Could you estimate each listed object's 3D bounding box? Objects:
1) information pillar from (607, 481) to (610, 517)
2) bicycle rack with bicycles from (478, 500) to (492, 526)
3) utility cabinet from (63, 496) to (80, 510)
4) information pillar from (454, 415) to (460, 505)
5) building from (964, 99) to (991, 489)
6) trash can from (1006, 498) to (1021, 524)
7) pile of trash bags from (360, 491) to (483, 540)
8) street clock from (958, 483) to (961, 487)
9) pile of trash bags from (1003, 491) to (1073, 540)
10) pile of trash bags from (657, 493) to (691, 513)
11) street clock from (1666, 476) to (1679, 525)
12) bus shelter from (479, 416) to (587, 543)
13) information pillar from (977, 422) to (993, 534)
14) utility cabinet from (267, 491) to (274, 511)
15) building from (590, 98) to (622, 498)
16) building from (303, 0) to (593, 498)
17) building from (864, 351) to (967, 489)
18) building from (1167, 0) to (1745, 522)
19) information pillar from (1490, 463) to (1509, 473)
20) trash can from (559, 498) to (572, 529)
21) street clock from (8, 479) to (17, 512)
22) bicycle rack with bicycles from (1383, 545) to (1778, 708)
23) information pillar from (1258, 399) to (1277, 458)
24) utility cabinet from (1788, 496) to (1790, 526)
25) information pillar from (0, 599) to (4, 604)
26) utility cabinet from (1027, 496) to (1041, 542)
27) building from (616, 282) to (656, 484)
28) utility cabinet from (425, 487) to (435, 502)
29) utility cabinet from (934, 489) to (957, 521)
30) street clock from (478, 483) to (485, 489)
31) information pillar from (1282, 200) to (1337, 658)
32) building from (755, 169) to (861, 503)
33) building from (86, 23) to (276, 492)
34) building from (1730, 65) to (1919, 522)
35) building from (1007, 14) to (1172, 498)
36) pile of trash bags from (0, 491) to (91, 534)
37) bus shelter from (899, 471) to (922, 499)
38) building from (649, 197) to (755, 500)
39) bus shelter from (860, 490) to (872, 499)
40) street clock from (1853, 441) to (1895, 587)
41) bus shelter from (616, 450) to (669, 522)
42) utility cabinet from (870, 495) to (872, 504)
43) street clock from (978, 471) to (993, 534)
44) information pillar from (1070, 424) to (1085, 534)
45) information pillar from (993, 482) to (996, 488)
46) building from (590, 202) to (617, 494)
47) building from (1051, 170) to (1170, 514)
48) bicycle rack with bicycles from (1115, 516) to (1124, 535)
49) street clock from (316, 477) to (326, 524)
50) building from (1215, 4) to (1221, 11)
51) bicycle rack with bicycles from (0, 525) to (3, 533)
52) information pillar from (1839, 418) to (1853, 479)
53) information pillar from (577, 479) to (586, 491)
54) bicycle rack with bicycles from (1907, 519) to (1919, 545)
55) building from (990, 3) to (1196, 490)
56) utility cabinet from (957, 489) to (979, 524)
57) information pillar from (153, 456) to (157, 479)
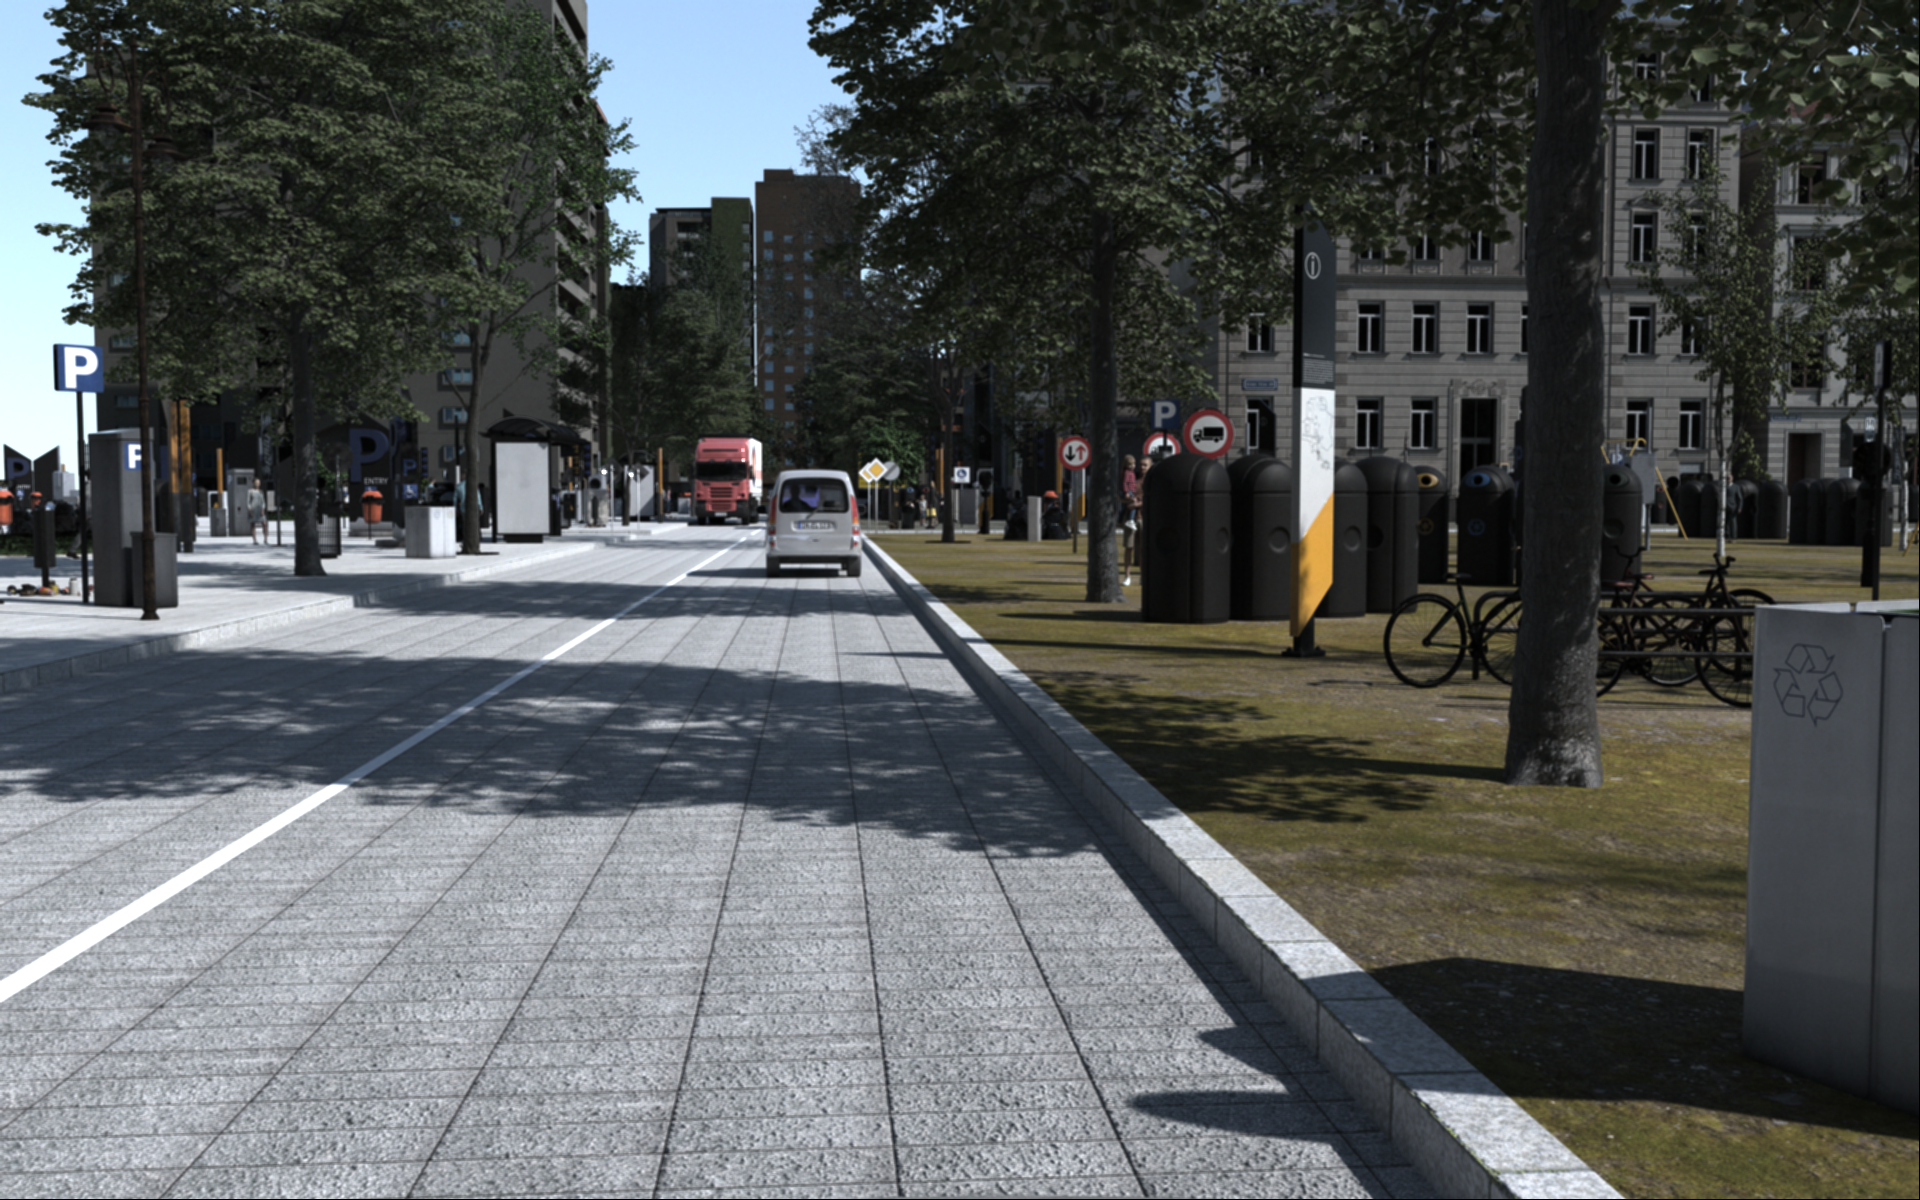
[{"bbox_3d":[-19.645,-5.613,96.258,0.304,2.012,0.304,-2,4,-23],"label":"information pillar"},{"bbox_3d":[-19.656,-3.372,68.510,2.852,0.926,2.925,2,4,30],"label":"bicycle rack with bicycles"},{"bbox_3d":[-25.867,-2.417,50.687,1.020,1.237,0.306,3,5,42],"label":"utility cabinet"},{"bbox_3d":[-14.774,-3.643,50.924,0.183,3.616,0.504,-1,4,-20],"label":"information pillar"},{"bbox_3d":[7.873,-33.234,193.494,14.600,45.320,14.200,0,4,-5],"label":"building"},{"bbox_3d":[2.222,-3.688,71.949,0.748,1.137,0.748,0,3,0],"label":"trash can"},{"bbox_3d":[-15.058,-2.372,48.540,3.447,1.369,1.912,0,4,-2],"label":"pile of trash bags"},{"bbox_3d":[-0.009,-5.586,95.905,0.358,2.002,0.471,0,4,2],"label":"street clock"},{"bbox_3d":[2.347,-2.451,49.826,1.912,1.369,3.447,1,4,12],"label":"pile of trash bags"},{"bbox_3d":[-19.373,-6.769,120.429,1.912,1.369,3.447,-2,4,-31],"label":"pile of trash bags"},{"bbox_3d":[29.344,-4.084,71.342,0.471,2.002,0.358,1,4,17],"label":"street clock"},{"bbox_3d":[-11.621,-3.279,47.540,2.014,3.302,5.546,0,4,-5],"label":"bus shelter"},{"bbox_3d":[0.818,-3.952,55.962,0.504,3.616,0.183,2,4,25],"label":"information pillar"},{"bbox_3d":[-47.415,-6.817,120.136,1.173,1.500,0.318,0,4,-8],"label":"utility cabinet"},{"bbox_3d":[-50.869,-32.450,185.182,28.867,44.769,22.147,0,4,-5],"label":"building"},{"bbox_3d":[-43.138,-31.885,145.019,21.300,48.544,21.600,0,4,-5],"label":"building"},{"bbox_3d":[-0.107,-24.803,250.565,28.899,21.520,27.650,0,4,-5],"label":"building"},{"bbox_3d":[23.197,-17.537,83.998,25.104,27.353,12.463,0,4,-5],"label":"building"},{"bbox_3d":[12.992,-2.279,41.751,0.304,2.012,0.304,-2,4,-31],"label":"information pillar"},{"bbox_3d":[-14.657,-3.193,63.856,0.748,1.137,0.748,0,3,0],"label":"trash can"},{"bbox_3d":[-45.437,-4.801,83.069,0.471,2.002,0.358,2,4,30],"label":"street clock"},{"bbox_3d":[4.220,0.137,11.142,2.925,0.926,2.852,0,4,6],"label":"bicycle rack with bicycles"},{"bbox_3d":[7.516,-3.126,42.473,0.504,3.616,0.183,3,5,42],"label":"information pillar"},{"bbox_3d":[32.999,-3.550,69.198,0.306,1.237,1.020,2,4,31],"label":"utility cabinet"},{"bbox_3d":[-11.429,-1.764,20.200,0.504,3.616,0.183,2,4,35],"label":"information pillar"},{"bbox_3d":[2.037,-2.205,47.213,0.306,1.237,1.020,0,4,8],"label":"utility cabinet"},{"bbox_3d":[-49.641,-28.596,239.248,14.107,30.474,14.160,0,4,-5],"label":"building"},{"bbox_3d":[-15.309,-2.629,51.666,1.173,1.500,0.318,-2,4,-27],"label":"utility cabinet"},{"bbox_3d":[-0.666,-4.365,80.040,1.173,1.500,0.318,-1,4,-9],"label":"utility cabinet"},{"bbox_3d":[-31.239,-6.632,113.009,0.358,2.002,0.471,1,4,21],"label":"street clock"},{"bbox_3d":[2.777,-1.363,13.648,0.504,3.616,0.183,-3,5,-45],"label":"information pillar"},{"bbox_3d":[-21.077,-36.194,241.889,14.200,45.320,14.600,0,4,-5],"label":"building"},{"bbox_3d":[-76.426,-34.197,182.817,21.600,48.544,21.300,0,4,-5],"label":"building"},{"bbox_3d":[46.762,-15.248,85.460,21.152,22.565,11.583,0,4,-5],"label":"building"},{"bbox_3d":[10.948,-28.600,151.198,14.154,41.232,14.086,0,4,-5],"label":"building"},{"bbox_3d":[-25.243,-2.300,47.365,1.912,1.369,3.447,0,4,5],"label":"pile of trash bags"},{"bbox_3d":[-3.870,-7.976,124.326,2.014,3.302,5.546,0,4,-5],"label":"bus shelter"},{"bbox_3d":[-35.609,-34.048,240.277,14.086,41.232,14.154,0,4,-5],"label":"building"},{"bbox_3d":[-7.479,-8.524,130.643,1.731,3.624,6.357,0,4,-5],"label":"bus shelter"},{"bbox_3d":[12.547,-1.178,23.827,0.471,2.002,0.358,3,5,41],"label":"street clock"},{"bbox_3d":[-15.201,-5.461,83.208,2.014,3.302,5.546,0,4,-5],"label":"bus shelter"},{"bbox_3d":[-4.948,-5.235,96.758,0.306,1.237,1.020,0,4,3],"label":"utility cabinet"},{"bbox_3d":[0.814,-3.092,55.125,0.358,2.002,0.471,3,4,36],"label":"street clock"},{"bbox_3d":[3.790,-3.945,55.861,0.504,3.616,0.183,3,4,38],"label":"information pillar"},{"bbox_3d":[2.033,-6.110,104.387,0.304,2.012,0.304,0,4,-5],"label":"information pillar"},{"bbox_3d":[-40.881,-23.992,163.976,14.160,30.474,14.107,0,4,-5],"label":"building"},{"bbox_3d":[11.677,-16.407,119.171,10.553,20.767,40.483,0,4,-5],"label":"building"},{"bbox_3d":[6.224,-2.456,53.534,2.925,0.926,2.852,-2,4,-28],"label":"bicycle rack with bicycles"},{"bbox_3d":[-27.281,-4.238,73.864,0.471,2.002,0.358,-2,4,-25],"label":"street clock"},{"bbox_3d":[46.430,-49.570,248.713,20.611,71.187,20.563,0,4,-5],"label":"building"},{"bbox_3d":[-25.010,-1.778,42.454,2.852,0.926,2.925,3,4,37],"label":"bicycle rack with bicycles"},{"bbox_3d":[27.189,-3.783,53.210,0.183,3.616,0.504,-1,4,-11],"label":"information pillar"},{"bbox_3d":[-17.933,-4.746,82.093,0.304,2.012,0.304,-2,4,-33],"label":"information pillar"},{"bbox_3d":[25.548,-1.885,44.203,2.852,0.926,2.925,-3,5,-42],"label":"bicycle rack with bicycles"},{"bbox_3d":[13.561,-38.552,172.318,21.231,58.520,28.212,0,4,-5],"label":"building"},{"bbox_3d":[0.445,-3.966,73.530,0.318,1.500,1.173,-3,4,-36],"label":"utility cabinet"},{"bbox_3d":[-49.904,-7.095,107.365,0.183,3.616,0.504,-3,5,-44],"label":"information pillar"}]
